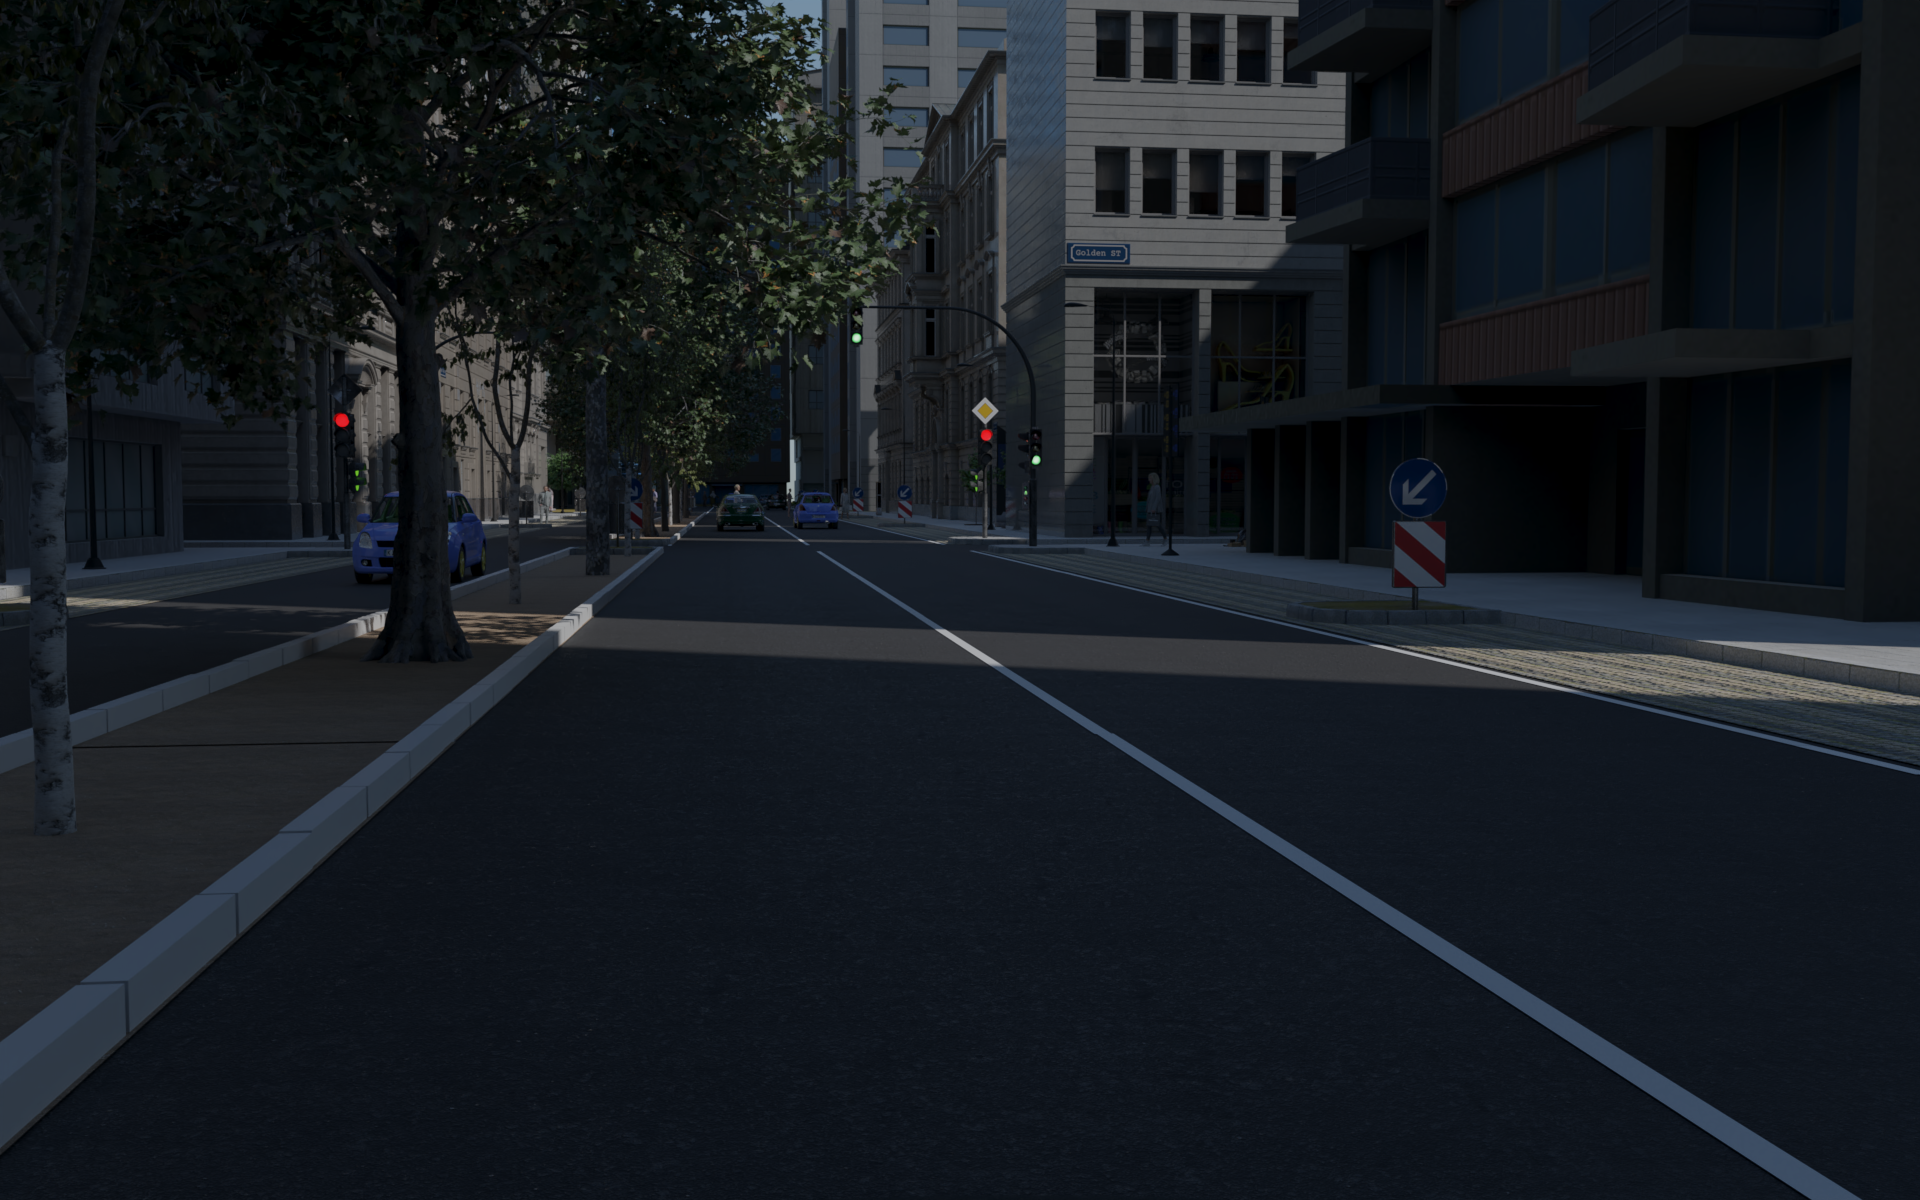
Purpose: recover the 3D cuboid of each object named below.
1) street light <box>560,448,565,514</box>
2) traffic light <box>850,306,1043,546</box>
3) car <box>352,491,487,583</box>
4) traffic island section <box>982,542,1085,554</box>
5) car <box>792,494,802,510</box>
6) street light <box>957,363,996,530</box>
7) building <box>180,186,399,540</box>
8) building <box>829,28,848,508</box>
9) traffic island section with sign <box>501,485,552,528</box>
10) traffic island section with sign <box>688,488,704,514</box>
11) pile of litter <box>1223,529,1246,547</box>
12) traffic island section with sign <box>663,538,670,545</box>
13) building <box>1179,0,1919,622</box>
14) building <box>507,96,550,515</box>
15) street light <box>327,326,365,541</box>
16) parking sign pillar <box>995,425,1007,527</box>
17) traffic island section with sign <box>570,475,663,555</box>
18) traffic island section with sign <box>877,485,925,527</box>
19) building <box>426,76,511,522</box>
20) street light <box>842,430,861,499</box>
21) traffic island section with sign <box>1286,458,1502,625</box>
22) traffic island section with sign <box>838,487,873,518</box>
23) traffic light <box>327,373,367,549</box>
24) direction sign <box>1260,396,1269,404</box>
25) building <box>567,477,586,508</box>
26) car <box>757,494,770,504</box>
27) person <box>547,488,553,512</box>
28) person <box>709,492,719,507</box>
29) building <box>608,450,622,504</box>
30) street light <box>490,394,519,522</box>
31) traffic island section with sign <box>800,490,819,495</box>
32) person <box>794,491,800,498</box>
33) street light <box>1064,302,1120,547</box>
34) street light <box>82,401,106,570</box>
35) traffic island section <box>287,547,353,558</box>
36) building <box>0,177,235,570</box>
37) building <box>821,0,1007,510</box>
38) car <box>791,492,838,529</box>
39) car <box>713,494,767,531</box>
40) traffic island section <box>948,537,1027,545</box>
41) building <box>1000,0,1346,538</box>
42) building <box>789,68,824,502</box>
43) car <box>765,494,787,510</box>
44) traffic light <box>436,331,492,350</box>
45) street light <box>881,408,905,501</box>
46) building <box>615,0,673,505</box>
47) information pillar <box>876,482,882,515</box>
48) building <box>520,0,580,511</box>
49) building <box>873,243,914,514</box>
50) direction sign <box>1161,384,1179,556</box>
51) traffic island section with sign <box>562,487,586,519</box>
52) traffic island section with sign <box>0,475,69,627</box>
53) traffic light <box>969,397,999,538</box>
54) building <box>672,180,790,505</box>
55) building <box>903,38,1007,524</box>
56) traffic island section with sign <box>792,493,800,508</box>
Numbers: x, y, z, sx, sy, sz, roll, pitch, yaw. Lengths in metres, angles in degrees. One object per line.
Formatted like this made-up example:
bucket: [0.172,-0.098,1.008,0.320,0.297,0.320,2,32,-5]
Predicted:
street light: [-25.558,-8.627,113.596,1.470,5.913,1.316,0,4,-8]
traffic light: [-0.300,-4.117,41.974,4.771,5.953,1.251,0,4,-8]
car: [-9.042,-1.194,29.106,1.945,1.707,3.694,0,4,-7]
traffic island section: [1.803,-1.237,42.510,2.009,0.180,2.903,0,4,-8]
car: [-8.722,-5.544,100.432,2.009,1.686,4.222,0,4,-6]
street light: [0.576,-5.452,61.684,1.470,5.913,1.316,0,4,-8]
building: [-24.587,-13.896,56.075,11.050,23.489,19.941,0,4,-8]
building: [-5.075,-31.520,165.464,14.600,45.320,14.200,0,4,-8]
traffic island section with sign: [-18.425,-3.979,73.679,1.989,1.847,2.006,0,4,-8]
traffic island section with sign: [-19.163,-7.040,123.238,2.006,1.907,1.989,0,4,-8]
pile of litter: [7.289,-1.718,42.050,1.719,0.858,1.176,2,4,32]
traffic island section with sign: [-9.210,-2.485,48.759,2.006,1.907,1.989,0,4,-8]
building: [17.458,-22.680,25.444,22.147,44.769,28.867,0,4,-8]
building: [-31.986,-19.272,102.494,14.401,28.519,23.554,0,4,-8]
street light: [-16.811,-4.606,47.850,1.470,5.913,1.316,0,4,-8]
parking sign pillar: [2.072,-4.825,67.367,1.447,3.967,1.447,0,4,5]
traffic island section with sign: [-8.239,-2.035,41.415,2.006,1.907,1.989,0,4,-8]
traffic island section with sign: [-2.588,-4.083,75.387,1.989,1.847,2.006,0,4,-8]
building: [-27.605,-17.185,78.235,12.463,27.353,25.104,0,4,-8]
street light: [-7.782,-9.324,124.988,1.470,5.913,1.316,0,4,-8]
traffic island section with sign: [4.835,-0.683,19.802,1.989,1.847,2.006,0,4,-8]
traffic island section with sign: [-6.182,-5.732,102.338,1.989,1.847,2.006,0,4,-8]
traffic light: [-14.256,-3.139,40.244,0.839,4.253,0.868,0,4,-8]
direction sign: [7.078,-2.959,40.379,0.379,3.537,0.876,1,4,21]
building: [-39.854,-23.567,157.019,14.160,30.474,14.107,0,4,-8]
car: [-21.279,-10.885,189.963,2.014,1.417,4.499,-1,4,-9]
person: [-29.316,-7.155,123.700,0.551,1.740,0.621,0,4,-3]
person: [-28.040,-11.520,197.377,1.217,1.766,0.721,0,4,-7]
building: [-47.915,-29.876,180.357,23.993,40.220,32.217,0,4,-8]
street light: [-21.095,-6.588,80.257,1.470,5.913,1.316,0,4,-8]
traffic island section with sign: [-12.780,-8.754,151.754,1.989,1.847,2.006,0,4,-8]
person: [-17.470,-10.964,188.447,1.217,1.739,0.721,0,4,-5]
street light: [3.206,-4.258,42.155,1.470,5.913,1.316,0,4,-8]
street light: [-14.265,-3.483,29.495,1.470,5.913,1.316,0,4,-8]
traffic island section: [-14.297,-1.107,40.373,2.009,0.180,2.903,0,4,-8]
building: [-22.855,-21.403,33.528,14.086,41.232,14.154,0,4,-8]
building: [-4.334,-39.457,187.117,21.231,58.520,28.212,0,4,-8]
car: [-6.034,-3.828,72.186,1.945,1.707,3.694,-1,4,-9]
car: [-8.640,-3.440,68.038,2.131,1.459,4.920,-1,4,-8]
traffic island section: [0.746,-1.721,50.425,2.009,0.180,2.903,0,4,-8]
building: [16.953,-17.107,57.196,29.804,29.767,11.434,0,4,-8]
building: [-8.705,-38.786,223.397,27.495,52.752,28.713,0,4,-8]
car: [-16.348,-8.816,153.934,2.009,1.686,4.222,0,4,-8]
traffic light: [-13.251,-4.514,48.469,4.771,5.953,1.251,0,4,-8]
street light: [-3.546,-7.389,93.344,1.470,5.913,1.316,0,4,-8]
building: [-51.291,-55.068,213.038,31.000,86.520,22.319,0,4,-8]
information pillar: [-4.865,-6.072,103.768,0.304,2.012,0.304,-1,4,-16]
building: [-43.418,-33.347,134.468,28.713,52.752,27.495,0,4,-8]
building: [-0.204,-15.407,116.532,10.561,19.102,19.286,0,4,-8]
direction sign: [4.389,-2.695,36.053,0.379,3.537,0.876,-1,4,-13]
traffic island section with sign: [-22.024,-5.629,100.662,1.989,1.847,2.006,0,4,-8]
traffic island section with sign: [-11.152,-0.649,19.243,1.989,1.847,2.006,0,4,-8]
traffic light: [0.705,-3.754,50.305,0.839,4.253,0.868,0,4,-8]
building: [-28.440,-34.483,213.910,14.200,45.320,14.600,0,4,-8]
building: [4.404,-16.548,89.652,14.460,24.649,34.723,0,4,-8]
traffic island section with sign: [-16.351,-10.388,178.473,1.989,1.847,2.006,0,4,-8]
